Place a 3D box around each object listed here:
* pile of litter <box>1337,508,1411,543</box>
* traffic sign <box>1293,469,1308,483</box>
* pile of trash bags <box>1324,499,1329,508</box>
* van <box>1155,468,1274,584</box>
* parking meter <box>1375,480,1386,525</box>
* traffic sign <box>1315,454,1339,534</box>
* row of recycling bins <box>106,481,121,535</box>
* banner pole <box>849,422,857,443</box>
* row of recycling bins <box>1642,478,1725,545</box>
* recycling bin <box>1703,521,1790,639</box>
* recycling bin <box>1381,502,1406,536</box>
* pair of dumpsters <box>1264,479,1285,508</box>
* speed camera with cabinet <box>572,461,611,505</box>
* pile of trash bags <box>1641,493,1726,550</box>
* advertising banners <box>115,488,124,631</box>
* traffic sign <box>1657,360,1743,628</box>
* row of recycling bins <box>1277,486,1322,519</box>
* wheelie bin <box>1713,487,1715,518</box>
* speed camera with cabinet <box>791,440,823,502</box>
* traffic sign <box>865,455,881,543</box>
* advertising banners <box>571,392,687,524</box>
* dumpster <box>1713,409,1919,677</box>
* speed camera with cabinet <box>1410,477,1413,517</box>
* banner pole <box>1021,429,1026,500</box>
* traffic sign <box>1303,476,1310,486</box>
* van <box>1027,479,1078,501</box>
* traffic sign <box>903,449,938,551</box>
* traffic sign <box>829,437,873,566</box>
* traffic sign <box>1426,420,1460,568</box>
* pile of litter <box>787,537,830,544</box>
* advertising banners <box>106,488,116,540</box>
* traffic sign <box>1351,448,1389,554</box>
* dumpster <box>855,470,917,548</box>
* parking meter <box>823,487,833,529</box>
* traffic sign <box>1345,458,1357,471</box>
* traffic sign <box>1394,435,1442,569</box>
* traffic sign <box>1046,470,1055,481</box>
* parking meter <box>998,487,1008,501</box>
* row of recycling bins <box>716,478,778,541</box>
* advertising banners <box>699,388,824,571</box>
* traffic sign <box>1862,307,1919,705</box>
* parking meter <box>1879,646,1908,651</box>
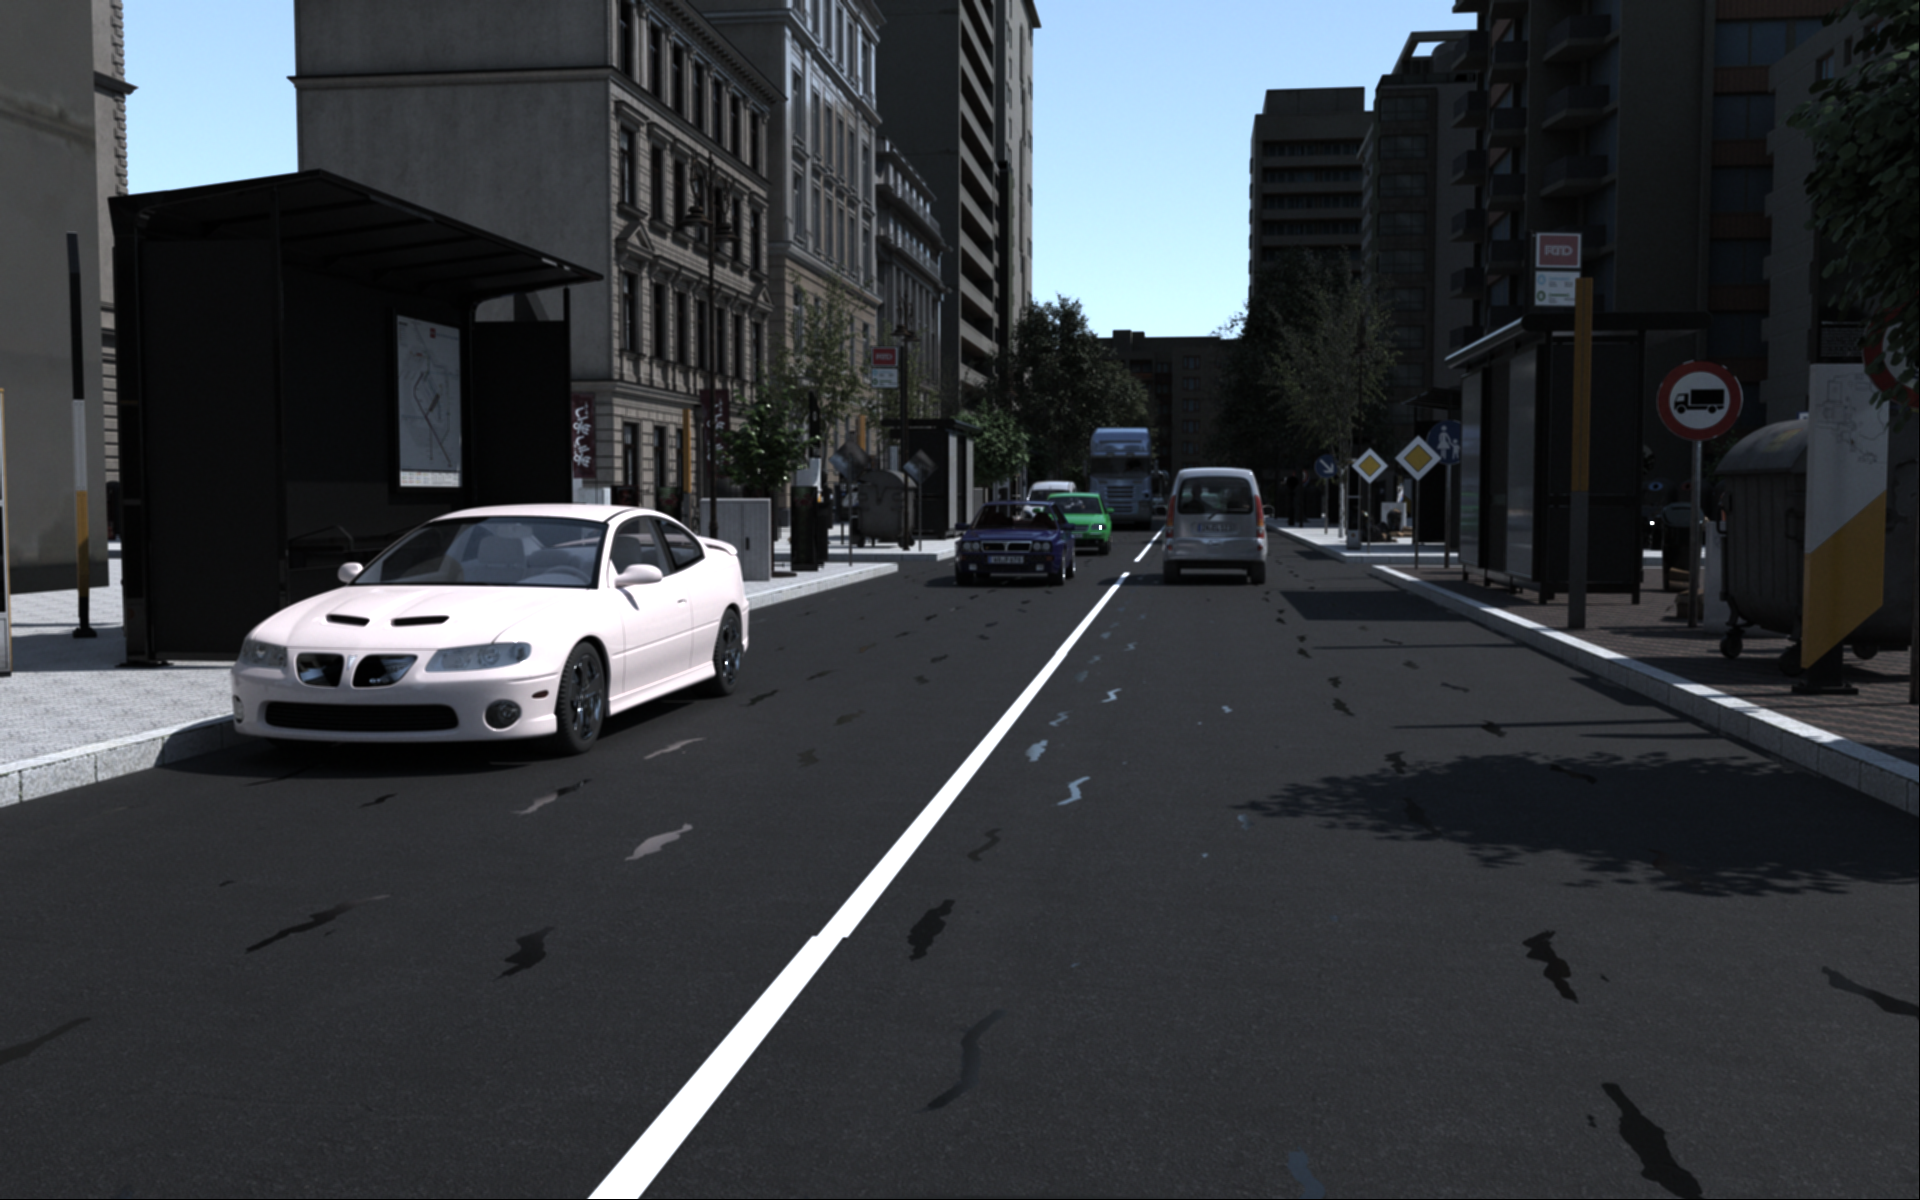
[{"bbox_3d":[10.917,-1.973,46.225,1.176,0.858,1.719,-2,4,-26],"label":"pile of litter"},{"bbox_3d":[16.625,-5.168,84.607,0.768,2.556,0.104,1,4,17],"label":"traffic sign"},{"bbox_3d":[20.652,-5.134,93.692,1.912,1.369,3.447,0,4,1],"label":"pile of trash bags"},{"bbox_3d":[4.278,-1.352,29.121,2.013,2.044,4.112,0,4,8],"label":"van"},{"bbox_3d":[17.242,-3.999,71.099,0.399,1.863,0.255,-1,4,-16],"label":"parking meter"},{"bbox_3d":[11.769,-3.394,55.598,0.768,2.556,0.104,1,4,16],"label":"traffic sign"},{"bbox_3d":[-26.834,-2.956,55.442,1.069,1.692,3.534,0,4,4],"label":"row of recycling bins"},{"bbox_3d":[-3.671,-4.295,60.243,0.401,3.779,0.863,-2,4,-30],"label":"banner pole"},{"bbox_3d":[18.142,-2.249,43.876,3.534,1.692,1.069,3,5,45],"label":"row of recycling bins"},{"bbox_3d":[7.260,-0.199,15.804,0.722,1.027,0.722,3,4,38],"label":"recycling bin"},{"bbox_3d":[13.377,-2.500,53.427,0.722,1.027,0.722,1,4,18],"label":"recycling bin"},{"bbox_3d":[20.084,-6.545,109.503,1.574,2.255,4.437,0,4,8],"label":"pair of dumpsters"},{"bbox_3d":[-10.039,-3.178,46.293,2.038,3.252,0.660,2,4,35],"label":"speed camera with cabinet"},{"bbox_3d":[16.315,-1.848,39.975,3.447,1.369,1.912,1,4,17],"label":"pile of trash bags"},{"bbox_3d":[-7.299,-1.240,16.459,0.090,3.025,2.074,1,4,10],"label":"advertising banners"},{"bbox_3d":[7.022,-1.004,16.526,0.768,2.556,0.104,1,4,11],"label":"traffic sign"},{"bbox_3d":[18.092,-5.220,92.455,1.069,1.692,3.534,-1,4,-22],"label":"row of recycling bins"},{"bbox_3d":[21.859,-2.557,49.717,0.693,1.594,0.980,3,5,40],"label":"wheelie bin"},{"bbox_3d":[-5.351,-4.052,60.589,0.660,3.252,2.038,-1,4,-22],"label":"speed camera with cabinet"},{"bbox_3d":[-2.356,-2.626,45.070,0.606,2.300,0.079,1,4,8],"label":"traffic sign"},{"bbox_3d":[-5.771,-2.066,29.963,2.074,3.025,0.090,-1,4,-19],"label":"advertising banners"},{"bbox_3d":[6.443,-0.426,12.727,1.264,1.857,1.865,0,4,7],"label":"dumpster"},{"bbox_3d":[25.415,-6.261,96.706,0.660,3.252,2.038,3,5,41],"label":"speed camera with cabinet"},{"bbox_3d":[2.439,-4.682,66.564,0.401,3.779,0.863,1,4,15],"label":"banner pole"},{"bbox_3d":[20.699,-6.387,104.531,0.768,2.556,0.104,1,4,16],"label":"traffic sign"},{"bbox_3d":[2.840,-2.858,53.735,2.013,2.044,4.112,0,4,8],"label":"van"},{"bbox_3d":[-0.888,-2.141,38.640,0.795,2.450,0.064,0,4,8],"label":"traffic sign"},{"bbox_3d":[-1.943,-1.656,30.724,0.795,2.450,0.064,0,4,8],"label":"traffic sign"},{"bbox_3d":[8.412,-1.819,29.850,0.768,2.556,0.104,1,4,9],"label":"traffic sign"},{"bbox_3d":[-3.908,-1.892,44.902,1.176,0.858,1.719,0,4,5],"label":"pile of litter"},{"bbox_3d":[-23.772,-3.183,48.232,2.074,3.025,0.090,0,4,2],"label":"advertising banners"},{"bbox_3d":[8.818,-2.060,37.330,0.795,2.450,0.064,0,4,8],"label":"traffic sign"},{"bbox_3d":[-1.791,-2.207,41.835,1.264,1.857,1.865,0,4,8],"label":"dumpster"},{"bbox_3d":[-4.876,-3.389,63.816,0.372,1.533,0.369,0,3,0],"label":"parking meter"},{"bbox_3d":[14.045,-3.776,61.839,0.768,2.556,0.104,1,4,15],"label":"traffic sign"},{"bbox_3d":[7.763,-1.576,29.415,0.795,2.450,0.064,0,4,8],"label":"traffic sign"},{"bbox_3d":[4.327,-5.265,86.180,0.768,2.556,0.104,1,4,15],"label":"traffic sign"},{"bbox_3d":[1.653,-3.554,66.518,0.372,1.533,0.369,0,3,0],"label":"parking meter"},{"bbox_3d":[-5.648,-2.370,45.864,1.069,1.692,3.534,1,4,14],"label":"row of recycling bins"},{"bbox_3d":[-3.306,-1.991,28.734,2.074,3.025,0.090,0,4,4],"label":"advertising banners"},{"bbox_3d":[5.851,-0.637,10.514,0.768,2.556,0.104,1,4,13],"label":"traffic sign"},{"bbox_3d":[7.652,-0.523,14.266,0.399,1.863,0.255,1,4,18],"label":"parking meter"}]
